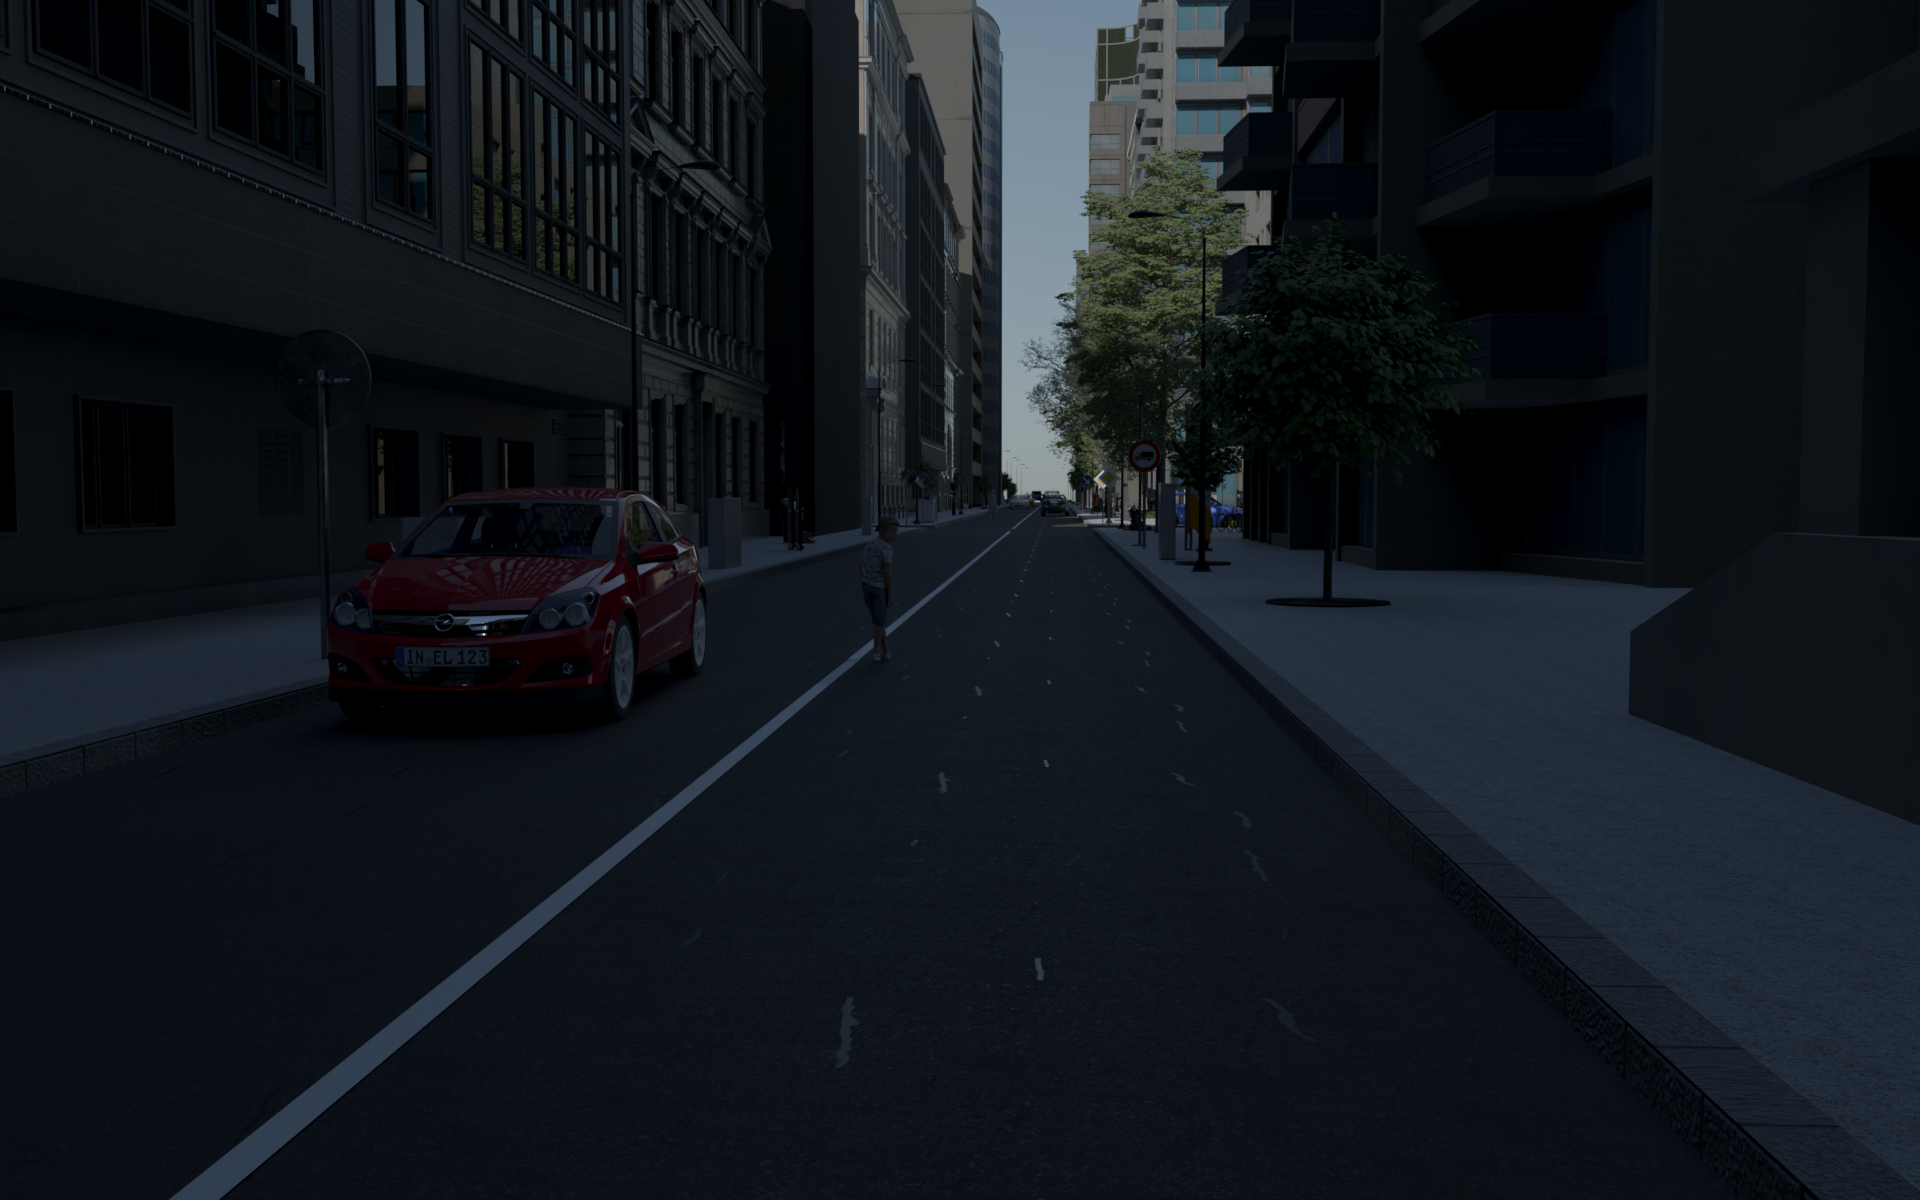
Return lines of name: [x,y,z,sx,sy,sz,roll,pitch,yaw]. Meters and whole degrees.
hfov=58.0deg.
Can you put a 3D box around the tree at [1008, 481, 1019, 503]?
tree: [7.839,-15.869,254.059,1.663,3.219,1.824,0,3,0]

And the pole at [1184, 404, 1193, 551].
pole: [5.194,-2.779,39.281,0.158,3.312,0.155,0,3,0]

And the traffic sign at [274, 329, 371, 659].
traffic sign: [-4.934,-0.814,13.410,0.768,2.556,0.104,0,4,3]

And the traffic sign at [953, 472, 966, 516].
traffic sign: [-0.053,-6.238,102.099,0.768,2.556,0.104,1,4,10]

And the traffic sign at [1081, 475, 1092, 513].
traffic sign: [8.476,-7.088,116.002,0.768,2.556,0.104,1,4,13]

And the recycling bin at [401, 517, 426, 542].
recycling bin: [-5.525,-0.375,18.691,0.722,1.027,0.722,1,4,13]

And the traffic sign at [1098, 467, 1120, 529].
traffic sign: [5.534,-3.716,64.398,0.795,2.450,0.064,0,4,3]

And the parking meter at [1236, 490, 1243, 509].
parking meter: [15.506,-5.358,96.013,0.372,1.533,0.369,0,3,0]

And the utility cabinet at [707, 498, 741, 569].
utility cabinet: [-4.093,-1.159,30.105,0.306,1.237,1.020,1,4,10]

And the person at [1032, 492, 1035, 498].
person: [9.836,-13.719,233.614,0.445,1.727,0.742,2,4,24]

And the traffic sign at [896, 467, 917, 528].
traffic sign: [-1.998,-3.742,64.831,0.795,2.450,0.064,0,4,3]

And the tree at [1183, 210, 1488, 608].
tree: [4.327,-2.223,20.062,4.285,4.588,4.351,0,3,0]

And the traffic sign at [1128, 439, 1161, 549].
traffic sign: [4.317,-2.473,40.544,0.768,2.556,0.104,1,4,11]

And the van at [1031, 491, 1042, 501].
van: [13.310,-18.175,301.548,2.240,2.365,5.245,0,4,2]

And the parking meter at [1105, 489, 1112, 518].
parking meter: [7.908,-5.125,92.211,0.372,1.533,0.369,0,3,0]

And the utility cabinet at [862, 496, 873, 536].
utility cabinet: [-2.890,-2.624,54.071,0.306,1.237,1.020,0,3,0]

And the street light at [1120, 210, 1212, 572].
street light: [3.456,-3.423,28.511,1.470,5.913,1.316,0,4,3]

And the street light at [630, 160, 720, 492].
street light: [-4.035,-3.165,24.289,1.470,5.913,1.316,0,4,3]

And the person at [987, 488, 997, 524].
person: [1.521,-4.447,81.966,0.466,1.731,0.760,0,4,6]

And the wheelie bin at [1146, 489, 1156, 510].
wheelie bin: [12.297,-6.289,110.732,0.980,1.594,0.693,-1,4,-18]

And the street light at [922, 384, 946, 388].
street light: [-1.287,-6.158,73.229,1.470,5.913,1.316,0,4,3]

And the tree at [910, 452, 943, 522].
tree: [-1.585,-5.150,78.800,1.663,3.219,1.824,0,3,0]

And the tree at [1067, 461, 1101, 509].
tree: [10.827,-10.171,150.003,4.285,4.588,4.351,0,3,0]

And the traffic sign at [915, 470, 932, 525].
traffic sign: [-1.560,-4.230,72.804,0.795,2.450,0.064,0,4,3]

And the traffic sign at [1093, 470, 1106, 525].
traffic sign: [5.972,-4.204,72.371,0.795,2.450,0.064,0,4,3]

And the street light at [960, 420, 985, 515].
street light: [0.628,-8.304,108.306,1.470,5.913,1.316,0,4,3]

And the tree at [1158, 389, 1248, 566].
tree: [4.339,-2.256,31.490,1.663,3.219,1.824,0,3,0]

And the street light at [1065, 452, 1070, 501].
street light: [10.329,-11.094,153.931,1.470,5.913,1.316,0,4,3]

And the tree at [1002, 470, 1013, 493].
tree: [5.319,-14.742,224.752,4.285,4.588,4.351,0,3,0]

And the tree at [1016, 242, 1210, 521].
tree: [7.858,-10.555,82.941,12.009,13.543,11.850,0,3,0]

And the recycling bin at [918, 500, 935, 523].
recycling bin: [-1.479,-3.919,76.635,0.722,1.027,0.722,0,4,2]

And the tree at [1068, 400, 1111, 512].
tree: [9.141,-10.472,121.577,4.737,8.622,4.395,0,3,0]

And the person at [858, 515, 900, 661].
person: [-0.696,-0.106,14.912,0.352,1.250,0.332,0,4,-5]

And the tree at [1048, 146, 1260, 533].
tree: [6.803,-8.468,56.586,7.486,12.596,7.792,0,3,0]

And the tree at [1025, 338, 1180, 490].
tree: [8.053,-9.824,95.029,8.767,10.594,7.601,-1,4,-13]

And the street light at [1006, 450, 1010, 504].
street light: [4.648,-12.944,184.170,1.470,5.913,1.316,0,4,3]

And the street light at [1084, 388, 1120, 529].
street light: [5.408,-5.560,63.441,1.470,5.913,1.316,0,4,3]

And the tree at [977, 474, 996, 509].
tree: [2.324,-9.663,152.593,1.663,3.219,1.824,0,3,0]

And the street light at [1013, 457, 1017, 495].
street light: [6.515,-15.079,219.080,1.470,5.913,1.316,0,4,3]

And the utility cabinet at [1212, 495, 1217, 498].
utility cabinet: [14.900,-5.684,104.094,1.020,1.237,0.306,0,4,-4]

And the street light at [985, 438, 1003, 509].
street light: [2.774,-10.812,149.325,1.470,5.913,1.316,0,4,3]

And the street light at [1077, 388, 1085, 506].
street light: [5.976,-6.308,75.676,1.470,5.913,1.316,0,4,3]

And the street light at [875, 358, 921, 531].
street light: [-2.231,-5.318,59.492,1.470,5.913,1.316,0,4,3]

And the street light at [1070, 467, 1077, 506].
street light: [7.974,-8.469,111.012,1.470,5.913,1.316,0,4,3]
